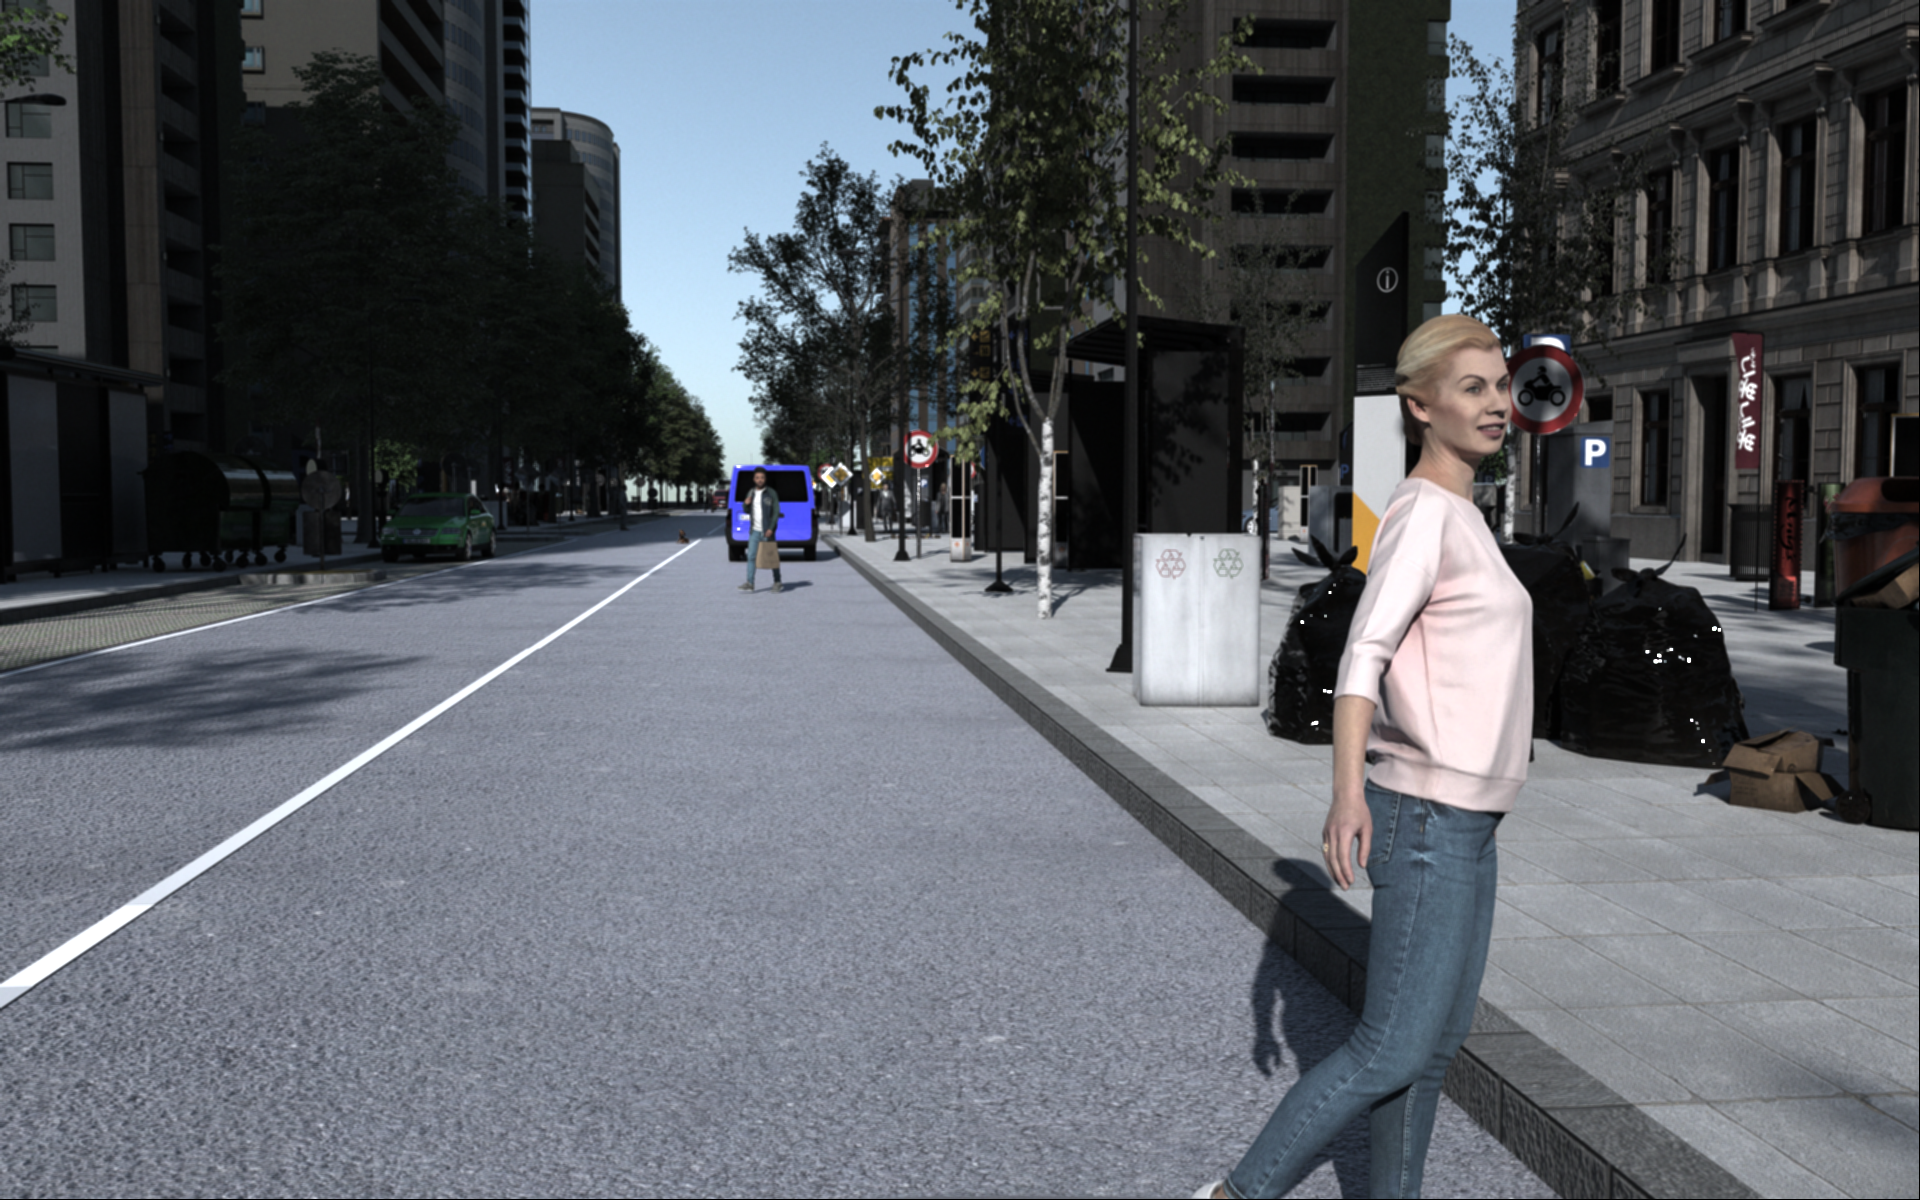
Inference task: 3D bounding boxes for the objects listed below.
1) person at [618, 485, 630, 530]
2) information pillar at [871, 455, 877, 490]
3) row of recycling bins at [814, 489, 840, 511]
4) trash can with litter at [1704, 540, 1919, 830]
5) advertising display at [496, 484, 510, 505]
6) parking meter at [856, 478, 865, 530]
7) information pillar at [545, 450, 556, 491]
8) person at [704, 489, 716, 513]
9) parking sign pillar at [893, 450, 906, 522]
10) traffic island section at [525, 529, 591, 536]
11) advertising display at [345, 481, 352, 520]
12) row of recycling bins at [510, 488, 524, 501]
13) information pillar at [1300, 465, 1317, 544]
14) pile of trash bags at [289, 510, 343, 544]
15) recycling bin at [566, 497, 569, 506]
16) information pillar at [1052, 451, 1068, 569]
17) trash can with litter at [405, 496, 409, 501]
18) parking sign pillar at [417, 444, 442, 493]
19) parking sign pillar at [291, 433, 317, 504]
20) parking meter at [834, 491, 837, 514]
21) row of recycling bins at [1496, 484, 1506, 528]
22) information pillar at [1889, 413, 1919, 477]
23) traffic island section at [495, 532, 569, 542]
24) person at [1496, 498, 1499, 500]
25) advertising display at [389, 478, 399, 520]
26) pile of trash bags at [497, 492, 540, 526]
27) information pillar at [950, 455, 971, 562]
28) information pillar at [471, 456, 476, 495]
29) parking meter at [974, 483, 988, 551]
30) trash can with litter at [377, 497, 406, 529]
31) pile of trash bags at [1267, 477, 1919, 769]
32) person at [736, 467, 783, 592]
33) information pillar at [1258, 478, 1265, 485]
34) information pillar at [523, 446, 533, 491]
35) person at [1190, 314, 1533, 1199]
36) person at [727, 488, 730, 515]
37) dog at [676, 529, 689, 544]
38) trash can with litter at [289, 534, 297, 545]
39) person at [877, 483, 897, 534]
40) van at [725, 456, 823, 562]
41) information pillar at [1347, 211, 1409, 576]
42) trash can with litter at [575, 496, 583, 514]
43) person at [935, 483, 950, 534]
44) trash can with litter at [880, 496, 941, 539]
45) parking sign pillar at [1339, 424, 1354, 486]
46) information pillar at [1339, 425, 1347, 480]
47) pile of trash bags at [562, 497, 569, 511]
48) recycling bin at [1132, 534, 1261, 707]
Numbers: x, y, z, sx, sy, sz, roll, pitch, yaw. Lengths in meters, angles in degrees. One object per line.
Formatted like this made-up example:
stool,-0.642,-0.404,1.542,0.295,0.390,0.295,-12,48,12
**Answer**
person,-13.387,-3.688,68.901,0.391,1.810,0.635,-1,4,-19
information pillar,-5.192,-6.879,103.827,0.504,3.616,0.183,1,4,16
row of recycling bins,-10.775,-7.647,132.135,3.534,1.692,1.069,-1,4,-10
trash can with litter,3.516,0.277,6.858,0.624,1.170,1.055,-3,5,-43
advertising display,-28.741,-6.335,108.792,0.974,1.923,0.123,0,4,4
parking meter,-3.532,-3.474,62.508,0.399,1.863,0.255,2,4,26
information pillar,-19.567,-5.586,82.684,0.504,3.616,0.183,-1,4,-16
person,-19.141,-7.595,132.643,0.822,1.834,0.622,1,4,12
parking sign pillar,-2.358,-5.521,78.745,1.447,3.967,1.447,1,4,20
traffic island section,-14.091,-2.361,60.883,2.009,0.180,2.903,0,4,-6
advertising display,-30.646,-4.991,86.815,0.123,1.923,0.974,-2,4,-30
row of recycling bins,-29.613,-6.642,115.705,3.534,1.692,1.069,3,5,42
information pillar,8.908,-2.434,44.290,0.304,2.012,0.304,-3,4,-38
pile of trash bags,-17.806,-2.164,45.129,3.447,1.369,1.912,0,4,-3
recycling bin,-30.282,-7.328,132.374,0.722,1.027,0.722,-1,4,-23
information pillar,1.742,-1.546,29.767,0.304,2.012,0.304,0,4,-2
trash can with litter,-41.021,-7.121,127.488,1.678,1.210,2.233,-1,4,-20
parking sign pillar,-29.237,-6.591,96.242,1.447,3.967,1.447,1,4,10
parking sign pillar,-28.697,-5.363,76.149,1.447,3.967,1.447,0,4,-7
parking meter,-8.022,-6.231,110.287,0.372,1.533,0.369,0,3,0
row of recycling bins,20.631,-3.631,66.473,1.069,1.692,3.534,-3,5,-39
information pillar,8.691,-0.698,15.907,0.304,2.012,0.304,2,4,28
traffic island section,-13.220,-1.876,52.945,2.009,0.180,2.903,0,4,-6
person,19.037,-3.277,62.248,0.590,1.801,0.661,1,4,15
advertising display,-23.369,-4.056,71.531,0.123,1.923,0.974,-2,4,-34
pile of trash bags,-18.307,-3.696,70.177,1.912,1.369,3.447,-2,4,-27
information pillar,0.015,-1.722,32.646,0.304,2.012,0.304,2,4,29
information pillar,-29.837,-7.015,106.045,0.183,3.616,0.504,2,4,34
parking meter,0.499,-1.880,39.157,0.372,1.533,0.369,0,3,0
trash can with litter,-19.857,-3.004,60.502,1.055,1.170,0.624,0,4,7
pile of trash bags,3.394,0.053,8.894,3.447,1.369,1.912,0,4,-4
person,-2.831,-1.010,24.994,0.794,1.824,0.713,3,5,44
information pillar,13.463,-4.468,77.540,0.304,2.012,0.304,-1,4,-14
information pillar,-20.828,-5.636,83.509,0.504,3.616,0.183,1,4,14
person,0.682,0.378,2.985,0.598,1.740,0.731,1,4,13
person,-15.201,-6.486,114.739,0.583,1.804,0.606,-2,4,-35
dog,-8.121,-1.845,50.366,0.550,0.427,0.748,1,4,13
trash can with litter,-16.920,-1.957,43.392,1.055,1.170,0.624,-2,4,-33
person,-2.512,-3.124,59.698,0.709,1.813,0.853,0,4,-3
van,-4.154,-2.088,38.517,2.240,2.365,5.245,0,4,-5
information pillar,3.549,-1.422,14.602,0.183,3.616,0.504,-3,5,-41
trash can with litter,-28.582,-7.283,130.463,0.624,1.170,1.055,0,4,8
person,-0.464,-2.975,57.324,0.709,1.800,0.728,1,4,9
trash can with litter,-1.428,-2.387,50.080,2.233,1.210,1.678,-3,4,-36
parking sign pillar,11.389,-3.710,49.130,1.447,3.967,1.447,-2,4,-31
information pillar,12.228,-3.885,54.872,0.504,3.616,0.183,-2,4,-27
pile of trash bags,-30.321,-7.352,129.951,1.912,1.369,3.447,-1,4,-11
recycling bin,1.460,0.109,10.772,0.722,1.027,0.722,0,4,1
